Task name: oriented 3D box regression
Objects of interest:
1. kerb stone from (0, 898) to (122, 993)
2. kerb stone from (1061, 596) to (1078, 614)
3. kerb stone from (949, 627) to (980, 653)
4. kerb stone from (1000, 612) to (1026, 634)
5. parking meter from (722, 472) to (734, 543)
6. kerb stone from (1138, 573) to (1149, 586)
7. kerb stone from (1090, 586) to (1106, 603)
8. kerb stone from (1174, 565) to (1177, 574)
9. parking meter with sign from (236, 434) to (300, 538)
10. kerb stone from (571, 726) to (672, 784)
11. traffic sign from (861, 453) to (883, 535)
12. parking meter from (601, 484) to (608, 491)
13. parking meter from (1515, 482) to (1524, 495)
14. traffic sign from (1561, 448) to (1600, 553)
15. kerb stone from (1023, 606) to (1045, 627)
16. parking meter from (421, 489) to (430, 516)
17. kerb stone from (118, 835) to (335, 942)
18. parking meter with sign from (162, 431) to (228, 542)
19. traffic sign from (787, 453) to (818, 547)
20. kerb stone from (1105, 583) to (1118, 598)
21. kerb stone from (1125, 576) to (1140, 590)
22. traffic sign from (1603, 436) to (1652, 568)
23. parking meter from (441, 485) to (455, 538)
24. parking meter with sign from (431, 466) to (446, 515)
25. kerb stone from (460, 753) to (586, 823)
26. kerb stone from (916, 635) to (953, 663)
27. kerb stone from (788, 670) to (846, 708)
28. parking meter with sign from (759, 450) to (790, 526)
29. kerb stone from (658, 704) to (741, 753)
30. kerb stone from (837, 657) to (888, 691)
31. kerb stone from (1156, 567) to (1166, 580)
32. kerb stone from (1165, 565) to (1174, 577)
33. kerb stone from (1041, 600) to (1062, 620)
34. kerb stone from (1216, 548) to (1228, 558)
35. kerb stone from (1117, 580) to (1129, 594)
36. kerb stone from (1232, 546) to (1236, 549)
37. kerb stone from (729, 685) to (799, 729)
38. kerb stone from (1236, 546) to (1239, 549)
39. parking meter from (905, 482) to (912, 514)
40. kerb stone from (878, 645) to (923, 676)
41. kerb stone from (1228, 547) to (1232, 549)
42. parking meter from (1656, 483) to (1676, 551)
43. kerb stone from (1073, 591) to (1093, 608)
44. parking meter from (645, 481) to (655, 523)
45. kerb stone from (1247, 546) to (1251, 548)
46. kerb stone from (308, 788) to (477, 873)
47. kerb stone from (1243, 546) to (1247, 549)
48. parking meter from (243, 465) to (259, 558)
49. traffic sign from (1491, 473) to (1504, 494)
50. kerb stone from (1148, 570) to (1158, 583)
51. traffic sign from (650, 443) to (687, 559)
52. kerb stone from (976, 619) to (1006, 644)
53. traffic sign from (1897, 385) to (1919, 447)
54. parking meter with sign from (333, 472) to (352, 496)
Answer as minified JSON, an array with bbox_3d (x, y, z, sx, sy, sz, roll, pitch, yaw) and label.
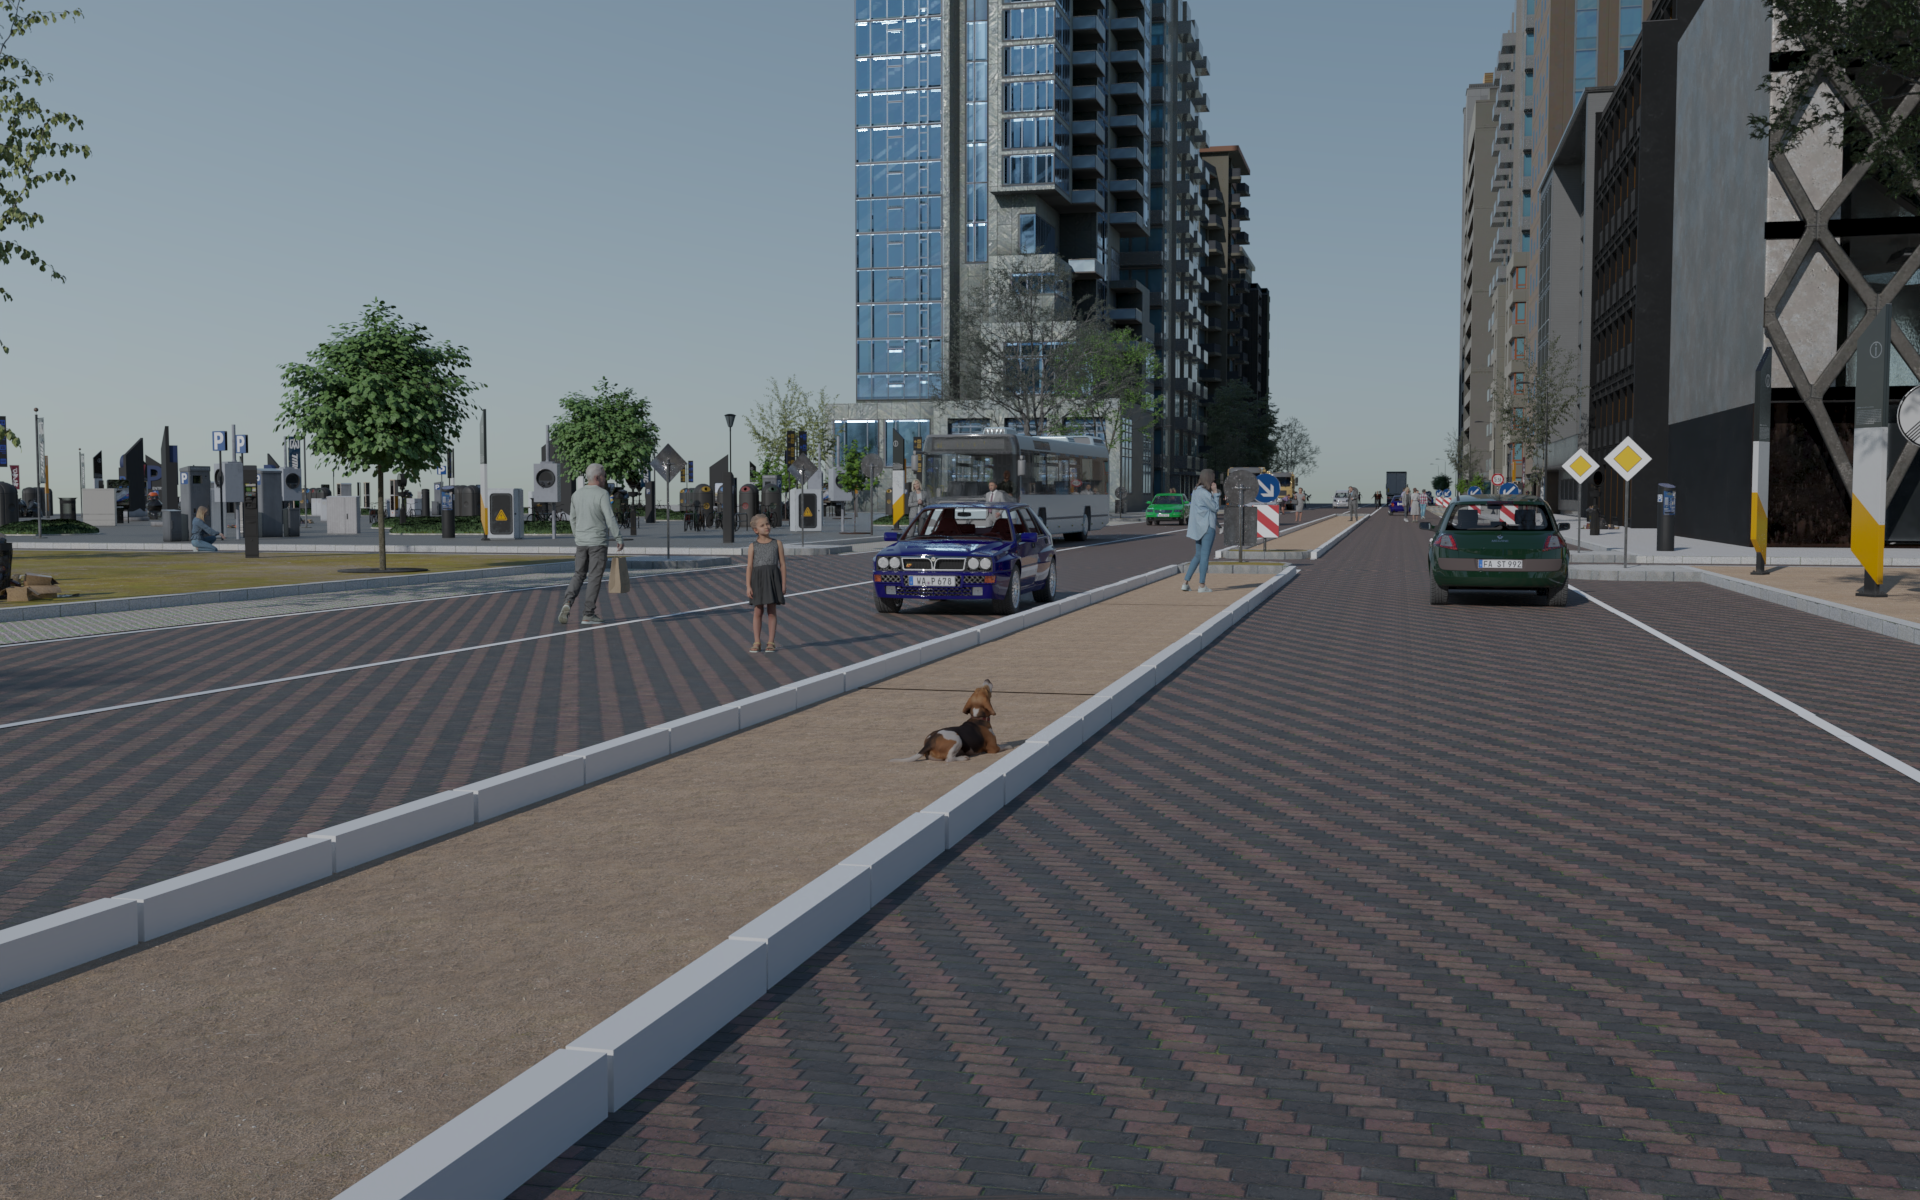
[{"bbox_3d":[-2.780,1.051,5.005,0.120,0.150,1.000,1,4,14],"label":"kerb stone"},{"bbox_3d":[1.250,0.083,20.920,0.120,0.150,1.000,1,4,14],"label":"kerb stone"},{"bbox_3d":[-0.015,0.386,15.946,0.120,0.150,1.000,1,4,14],"label":"kerb stone"},{"bbox_3d":[0.493,0.261,17.935,0.120,0.150,1.000,1,4,14],"label":"kerb stone"},{"bbox_3d":[-6.109,-2.446,45.700,0.255,1.863,0.399,0,4,1],"label":"parking meter"},{"bbox_3d":[2.762,-0.286,26.891,0.120,0.150,1.000,1,4,14],"label":"kerb stone"},{"bbox_3d":[1.756,-0.043,22.906,0.120,0.150,1.000,1,4,14],"label":"kerb stone"},{"bbox_3d":[3.772,-0.531,30.871,0.120,0.150,1.000,1,4,14],"label":"kerb stone"},{"bbox_3d":[-20.537,-3.377,51.470,0.543,3.016,1.738,3,4,37],"label":"parking meter with sign"},{"bbox_3d":[-1.770,0.808,8.987,0.120,0.150,1.000,1,4,14],"label":"kerb stone"},{"bbox_3d":[-2.756,-3.299,54.040,0.768,2.556,0.104,1,4,21],"label":"traffic sign"},{"bbox_3d":[-19.547,-5.474,95.207,0.399,1.863,0.255,2,4,26],"label":"parking meter"},{"bbox_3d":[27.159,-4.798,84.155,0.399,1.863,0.255,2,4,26],"label":"parking meter"},{"bbox_3d":[13.475,-2.081,37.664,0.795,2.450,0.064,1,4,14],"label":"traffic sign"},{"bbox_3d":[0.747,0.202,18.926,0.120,0.150,1.000,1,4,14],"label":"kerb stone"},{"bbox_3d":[-24.835,-4.410,80.516,0.372,1.533,0.369,0,3,0],"label":"parking meter"},{"bbox_3d":[-2.526,0.995,5.998,0.120,0.150,1.000,1,4,14],"label":"kerb stone"},{"bbox_3d":[-20.867,-3.116,47.205,0.543,3.016,1.738,2,4,31],"label":"parking meter with sign"},{"bbox_3d":[-3.820,-2.349,42.049,0.795,2.450,0.064,1,4,14],"label":"traffic sign"},{"bbox_3d":[2.010,-0.105,23.907,0.120,0.150,1.000,1,4,14],"label":"kerb stone"},{"bbox_3d":[2.514,-0.226,25.891,0.120,0.150,1.000,1,4,14],"label":"kerb stone"},{"bbox_3d":[11.514,-1.607,29.922,0.795,2.450,0.064,1,4,14],"label":"traffic sign"},{"bbox_3d":[-14.973,-2.584,50.667,0.372,1.533,0.369,0,3,0],"label":"parking meter"},{"bbox_3d":[-31.813,-6.689,105.625,0.543,3.016,1.738,0,4,-2],"label":"parking meter with sign"},{"bbox_3d":[-2.020,0.869,7.996,0.120,0.150,1.000,1,4,14],"label":"kerb stone"},{"bbox_3d":[-0.263,0.443,14.954,0.120,0.150,1.000,1,4,14],"label":"kerb stone"},{"bbox_3d":[-1.017,0.625,11.976,0.120,0.150,1.000,1,4,14],"label":"kerb stone"},{"bbox_3d":[-7.554,-4.493,69.725,1.738,3.016,0.543,2,4,28],"label":"parking meter with sign"},{"bbox_3d":[-1.518,0.747,9.981,0.120,0.150,1.000,1,4,14],"label":"kerb stone"},{"bbox_3d":[-0.758,0.564,12.968,0.120,0.150,1.000,1,4,14],"label":"kerb stone"},{"bbox_3d":[3.269,-0.409,28.884,0.120,0.150,1.000,1,4,14],"label":"kerb stone"},{"bbox_3d":[3.519,-0.470,29.875,0.120,0.150,1.000,1,4,14],"label":"kerb stone"},{"bbox_3d":[0.993,0.139,19.919,0.120,0.150,1.000,1,4,14],"label":"kerb stone"},{"bbox_3d":[5.917,-1.048,39.334,0.120,0.150,1.000,1,4,14],"label":"kerb stone"},{"bbox_3d":[2.261,-0.158,24.898,0.120,0.150,1.000,1,4,14],"label":"kerb stone"},{"bbox_3d":[6.422,-1.170,41.326,0.120,0.150,1.000,1,4,14],"label":"kerb stone"},{"bbox_3d":[-1.263,0.687,10.972,0.120,0.150,1.000,1,4,14],"label":"kerb stone"},{"bbox_3d":[6.680,-1.227,42.321,0.120,0.150,1.000,1,4,14],"label":"kerb stone"},{"bbox_3d":[-2.539,-4.797,84.150,0.255,1.863,0.399,-3,5,-41],"label":"parking meter"},{"bbox_3d":[-0.512,0.504,13.960,0.120,0.150,1.000,1,4,14],"label":"kerb stone"},{"bbox_3d":[6.176,-1.105,40.323,0.120,0.150,1.000,1,4,14],"label":"kerb stone"},{"bbox_3d":[15.868,-1.866,38.919,0.372,1.533,0.369,0,3,0],"label":"parking meter"},{"bbox_3d":[1.501,0.017,21.916,0.120,0.150,1.000,1,4,14],"label":"kerb stone"},{"bbox_3d":[-13.780,-4.357,76.949,0.399,1.863,0.255,2,4,31],"label":"parking meter"},{"bbox_3d":[7.432,-1.413,45.302,0.120,0.150,1.000,1,4,14],"label":"kerb stone"},{"bbox_3d":[-2.278,0.929,7.000,0.120,0.150,1.000,1,4,14],"label":"kerb stone"},{"bbox_3d":[7.180,-1.352,44.311,0.120,0.150,1.000,1,4,14],"label":"kerb stone"},{"bbox_3d":[-14.252,-1.780,34.817,0.255,1.863,0.399,-1,4,-21],"label":"parking meter"},{"bbox_3d":[32.771,-6.452,105.598,0.768,2.556,0.104,1,4,16],"label":"traffic sign"},{"bbox_3d":[3.020,-0.343,27.893,0.120,0.150,1.000,1,4,14],"label":"kerb stone"},{"bbox_3d":[-5.781,-1.876,34.308,0.795,2.450,0.064,1,4,14],"label":"traffic sign"},{"bbox_3d":[0.254,0.321,16.939,0.120,0.150,1.000,1,4,14],"label":"kerb stone"},{"bbox_3d":[11.000,-1.193,19.609,0.768,2.556,0.104,1,4,18],"label":"traffic sign"},{"bbox_3d":[-42.295,-7.532,119.407,1.738,3.016,0.543,-1,4,-22],"label":"parking meter with sign"}]
